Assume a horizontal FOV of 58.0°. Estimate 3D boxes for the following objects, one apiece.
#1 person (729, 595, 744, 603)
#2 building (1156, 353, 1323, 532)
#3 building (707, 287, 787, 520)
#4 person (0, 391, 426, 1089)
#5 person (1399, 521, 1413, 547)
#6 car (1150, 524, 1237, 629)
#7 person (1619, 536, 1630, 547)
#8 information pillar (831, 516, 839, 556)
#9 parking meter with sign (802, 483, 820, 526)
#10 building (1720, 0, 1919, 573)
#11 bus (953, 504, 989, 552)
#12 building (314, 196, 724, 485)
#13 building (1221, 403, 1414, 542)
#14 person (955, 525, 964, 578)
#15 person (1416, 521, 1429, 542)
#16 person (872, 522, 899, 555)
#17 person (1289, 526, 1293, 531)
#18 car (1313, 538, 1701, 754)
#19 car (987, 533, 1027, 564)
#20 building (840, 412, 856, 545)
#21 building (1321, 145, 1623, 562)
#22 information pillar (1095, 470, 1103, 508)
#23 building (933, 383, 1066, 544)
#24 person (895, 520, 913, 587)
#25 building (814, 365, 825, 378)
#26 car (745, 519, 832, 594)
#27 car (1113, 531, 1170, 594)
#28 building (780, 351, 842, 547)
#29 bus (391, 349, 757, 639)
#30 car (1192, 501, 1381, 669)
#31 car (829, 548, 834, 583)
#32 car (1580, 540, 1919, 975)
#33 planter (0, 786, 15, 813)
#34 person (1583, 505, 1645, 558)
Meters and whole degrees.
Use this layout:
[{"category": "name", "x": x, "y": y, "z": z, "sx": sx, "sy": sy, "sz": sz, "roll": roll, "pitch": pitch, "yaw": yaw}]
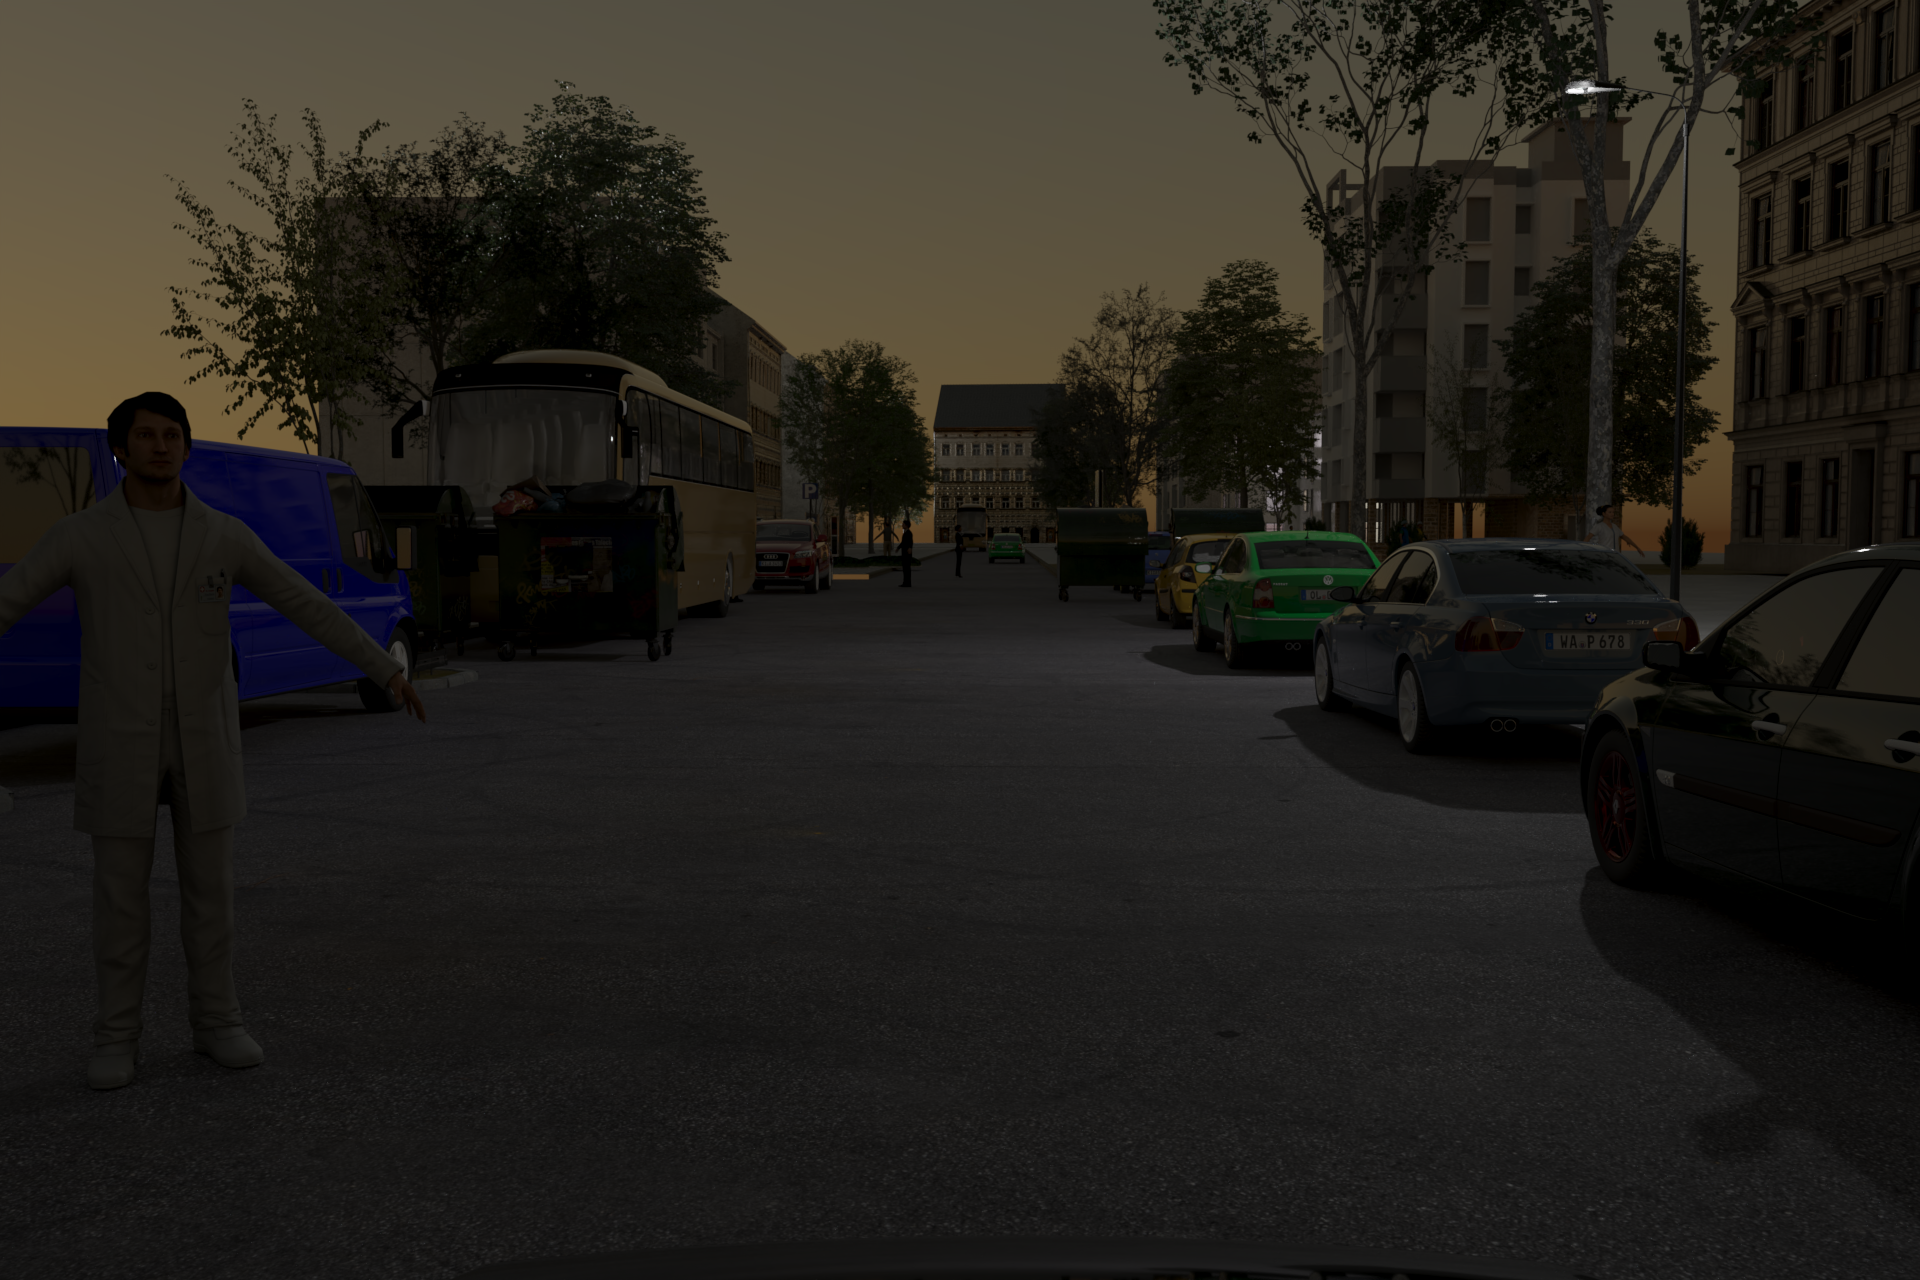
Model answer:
[{"category": "person", "x": -4.730, "y": -1.710, "z": 36.197, "sx": 0.705, "sy": 1.856, "sz": 1.354, "roll": 1, "pitch": 4, "yaw": 17}, {"category": "building", "x": 30.025, "y": -19.053, "z": 177.971, "sx": 16.747, "sy": 18.905, "sz": 31.486, "roll": 0, "pitch": 4, "yaw": 1}, {"category": "building", "x": -24.004, "y": -18.423, "z": 132.148, "sx": 19.493, "sy": 23.208, "sz": 18.063, "roll": 0, "pitch": 4, "yaw": 1}, {"category": "person", "x": -2.127, "y": 0.246, "z": 4.619, "sx": 1.347, "sy": 1.806, "sz": 0.705, "roll": -2, "pitch": 4, "yaw": -34}, {"category": "person", "x": 17.676, "y": -3.833, "z": 68.790, "sx": 0.704, "sy": 1.817, "sz": 1.347, "roll": 2, "pitch": 4, "yaw": 31}, {"category": "car", "x": 4.057, "y": -1.052, "z": 27.431, "sx": 2.015, "sy": 1.641, "sz": 3.980, "roll": 0, "pitch": 4, "yaw": 2}, {"category": "person", "x": 18.604, "y": -2.675, "z": 49.910, "sx": 1.345, "sy": 1.807, "sz": 0.704, "roll": 1, "pitch": 4, "yaw": 17}, {"category": "information pillar", "x": -5.131, "y": -4.066, "z": 70.978, "sx": 0.304, "sy": 2.012, "sz": 0.304, "roll": 0, "pitch": 4, "yaw": 2}, {"category": "parking meter with sign", "x": -5.081, "y": -3.900, "z": 60.019, "sx": 0.543, "sy": 3.016, "sz": 1.738, "roll": 0, "pitch": 4, "yaw": 2}, {"category": "building", "x": 29.320, "y": -11.194, "z": 46.635, "sx": 10.561, "sy": 19.211, "sz": 19.286, "roll": 0, "pitch": 4, "yaw": 2}, {"category": "bus", "x": 1.007, "y": -9.313, "z": 143.820, "sx": 2.896, "sy": 3.916, "sz": 12.252, "roll": 0, "pitch": 4, "yaw": 1}, {"category": "building", "x": -25.250, "y": -14.702, "z": 106.841, "sx": 16.747, "sy": 18.905, "sz": 31.486, "roll": 0, "pitch": 4, "yaw": 1}, {"category": "building", "x": 24.171, "y": -10.865, "z": 119.784, "sx": 9.099, "sy": 9.664, "sz": 28.070, "roll": 0, "pitch": 4, "yaw": 2}, {"category": "person", "x": 0.041, "y": -2.931, "z": 57.104, "sx": 0.721, "sy": 1.740, "sz": 1.216, "roll": 0, "pitch": 4, "yaw": -1}, {"category": "person", "x": 20.029, "y": -4.245, "z": 75.379, "sx": 0.705, "sy": 1.833, "sz": 1.349, "roll": 3, "pitch": 5, "yaw": 42}, {"category": "person", "x": -3.185, "y": -4.226, "z": 75.369, "sx": 1.348, "sy": 1.796, "sz": 0.705, "roll": -2, "pitch": 4, "yaw": -32}, {"category": "person", "x": 18.084, "y": -5.357, "z": 94.300, "sx": 1.216, "sy": 1.740, "sz": 0.721, "roll": -1, "pitch": 4, "yaw": -17}, {"category": "car", "x": 3.787, "y": -0.034, "z": 12.558, "sx": 2.014, "sy": 1.417, "sz": 4.499, "roll": 0, "pitch": 4, "yaw": 0}, {"category": "car", "x": 2.322, "y": -4.690, "z": 85.480, "sx": 1.959, "sy": 1.807, "sz": 4.718, "roll": 0, "pitch": 4, "yaw": 2}, {"category": "building", "x": -23.050, "y": -23.645, "z": 217.523, "sx": 19.493, "sy": 23.208, "sz": 18.063, "roll": 0, "pitch": 4, "yaw": 1}, {"category": "building", "x": 24.371, "y": -14.348, "z": 91.005, "sx": 16.016, "sy": 20.090, "sz": 11.380, "roll": 0, "pitch": 4, "yaw": 1}, {"category": "information pillar", "x": 5.144, "y": -4.452, "z": 64.105, "sx": 0.184, "sy": 3.620, "sz": 1.656, "roll": 0, "pitch": 4, "yaw": 0}, {"category": "building", "x": 6.270, "y": -25.594, "z": 251.840, "sx": 18.063, "sy": 23.208, "sz": 19.493, "roll": 0, "pitch": 4, "yaw": 6}, {"category": "person", "x": -1.473, "y": -2.335, "z": 46.821, "sx": 0.705, "sy": 1.806, "sz": 1.347, "roll": -1, "pitch": 4, "yaw": -18}, {"category": "building", "x": -21.224, "y": -20.680, "z": 194.542, "sx": 16.016, "sy": 20.090, "sz": 11.380, "roll": 0, "pitch": 4, "yaw": 1}, {"category": "car", "x": -4.380, "y": -2.113, "z": 43.223, "sx": 2.281, "sy": 1.827, "sz": 5.304, "roll": 0, "pitch": 4, "yaw": 1}, {"category": "car", "x": 4.718, "y": -2.045, "z": 43.026, "sx": 1.945, "sy": 1.707, "sz": 3.694, "roll": 0, "pitch": 4, "yaw": 1}, {"category": "building", "x": -22.460, "y": -21.363, "z": 180.212, "sx": 19.493, "sy": 23.208, "sz": 18.063, "roll": 0, "pitch": 4, "yaw": 2}, {"category": "bus", "x": -5.251, "y": -2.158, "z": 26.836, "sx": 2.896, "sy": 3.916, "sz": 12.252, "roll": 0, "pitch": 4, "yaw": 1}, {"category": "car", "x": 3.738, "y": -0.670, "z": 19.757, "sx": 1.959, "sy": 1.807, "sz": 4.718, "roll": 0, "pitch": 4, "yaw": 0}, {"category": "car", "x": -4.645, "y": -2.315, "z": 49.859, "sx": 2.014, "sy": 1.417, "sz": 4.499, "roll": 0, "pitch": 4, "yaw": 1}, {"category": "car", "x": 3.507, "y": 0.242, "z": 5.831, "sx": 2.009, "sy": 1.686, "sz": 4.222, "roll": 0, "pitch": 4, "yaw": 0}, {"category": "planter", "x": -5.926, "y": 0.770, "z": 8.550, "sx": 1.991, "sy": 0.319, "sz": 1.994, "roll": 0, "pitch": 4, "yaw": 1}, {"category": "person", "x": 10.046, "y": -1.221, "z": 26.729, "sx": 1.217, "sy": 1.739, "sz": 0.721, "roll": -1, "pitch": 4, "yaw": -20}]
